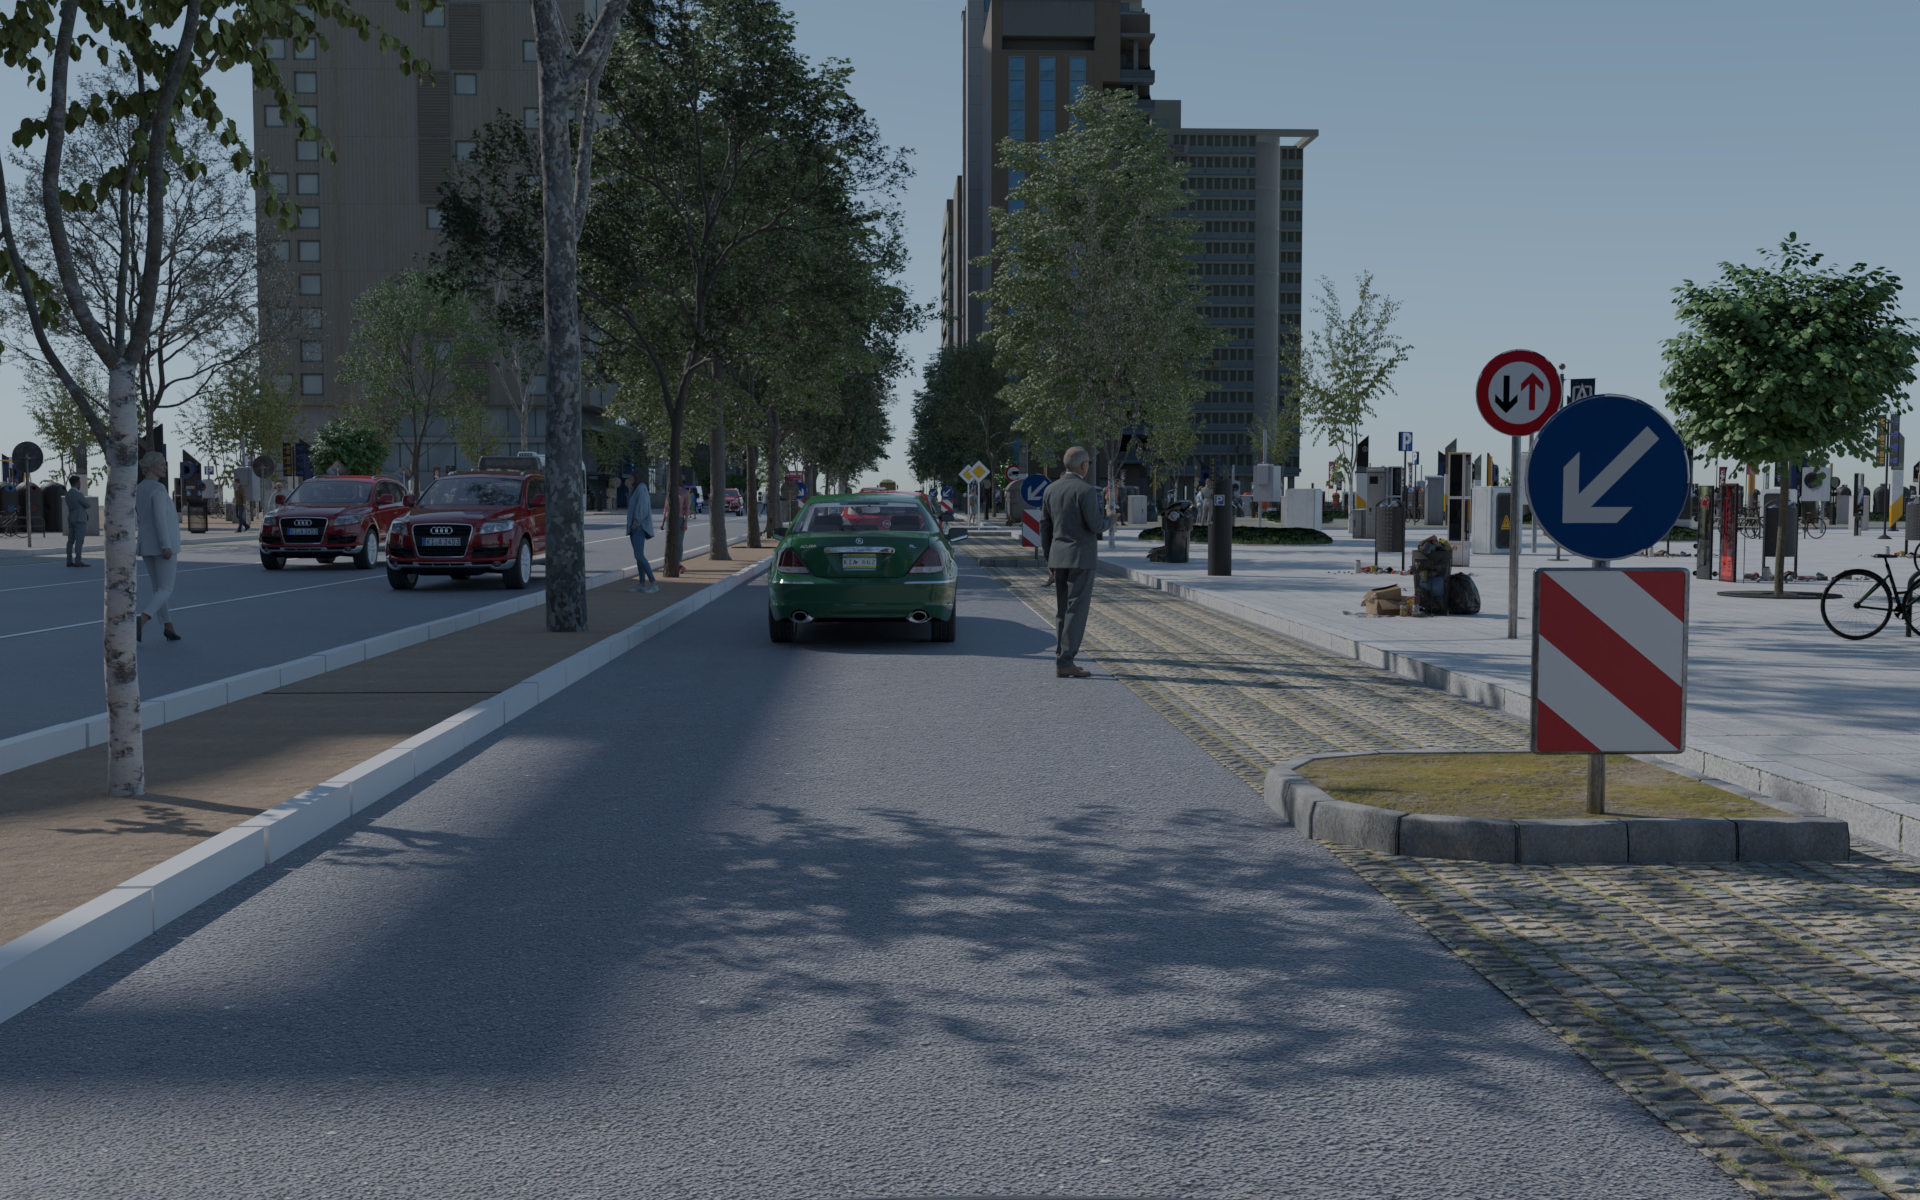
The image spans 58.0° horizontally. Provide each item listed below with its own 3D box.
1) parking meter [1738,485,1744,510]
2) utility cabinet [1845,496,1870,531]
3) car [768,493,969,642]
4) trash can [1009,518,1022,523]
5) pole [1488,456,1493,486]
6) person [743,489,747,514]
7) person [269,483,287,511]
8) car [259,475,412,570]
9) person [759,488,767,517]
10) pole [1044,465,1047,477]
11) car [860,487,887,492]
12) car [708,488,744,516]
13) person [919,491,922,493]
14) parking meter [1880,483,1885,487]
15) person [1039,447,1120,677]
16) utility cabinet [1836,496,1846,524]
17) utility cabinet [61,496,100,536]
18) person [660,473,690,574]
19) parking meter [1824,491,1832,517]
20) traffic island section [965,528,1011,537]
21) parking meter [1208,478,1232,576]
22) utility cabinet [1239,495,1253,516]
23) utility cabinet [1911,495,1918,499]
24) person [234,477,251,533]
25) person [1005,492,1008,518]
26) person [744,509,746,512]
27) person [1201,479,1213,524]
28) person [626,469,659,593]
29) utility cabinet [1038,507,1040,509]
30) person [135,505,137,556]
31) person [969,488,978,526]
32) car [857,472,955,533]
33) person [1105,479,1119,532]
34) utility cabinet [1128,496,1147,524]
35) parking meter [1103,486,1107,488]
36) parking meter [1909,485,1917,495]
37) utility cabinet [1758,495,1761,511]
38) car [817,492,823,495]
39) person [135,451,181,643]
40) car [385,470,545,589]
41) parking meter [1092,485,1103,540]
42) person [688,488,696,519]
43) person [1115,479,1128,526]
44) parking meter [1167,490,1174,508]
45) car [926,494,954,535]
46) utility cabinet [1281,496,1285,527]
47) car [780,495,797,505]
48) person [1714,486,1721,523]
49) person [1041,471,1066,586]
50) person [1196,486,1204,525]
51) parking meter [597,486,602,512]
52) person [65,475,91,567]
[{"bbox_3d":[49.053,-6.312,108.917,0.255,1.863,0.399,-2,4,-30],"label":"parking meter"},{"bbox_3d":[31.622,-3.045,60.948,0.306,1.237,1.020,0,4,6],"label":"utility cabinet"},{"bbox_3d":[-0.962,-0.391,18.183,2.131,1.459,4.920,0,4,-1],"label":"car"},{"bbox_3d":[2.452,-3.955,76.313,0.748,1.137,0.748,0,3,0],"label":"trash can"},{"bbox_3d":[28.620,-6.096,93.520,0.158,3.312,0.155,0,3,0],"label":"pole"},{"bbox_3d":[-15.309,-7.092,124.425,0.622,1.834,0.822,-1,4,-10],"label":"person"},{"bbox_3d":[-20.128,-2.573,51.057,0.515,1.767,0.782,2,4,25],"label":"person"},{"bbox_3d":[-12.285,-1.585,34.595,2.281,1.827,5.304,0,4,-3],"label":"car"},{"bbox_3d":[-12.028,-6.019,106.750,0.661,1.843,0.795,3,5,42],"label":"person"},{"bbox_3d":[5.519,-7.234,112.114,0.158,3.312,0.155,0,3,0],"label":"pole"},{"bbox_3d":[-4.868,-5.442,97.642,2.281,1.827,5.304,0,4,-4],"label":"car"},{"bbox_3d":[-15.288,-6.404,113.386,2.281,1.827,5.304,0,4,-4],"label":"car"},{"bbox_3d":[-3.499,-8.597,149.885,1.217,1.723,0.721,-3,4,-36],"label":"person"},{"bbox_3d":[50.132,-5.402,94.041,0.255,1.863,0.399,1,4,9],"label":"parking meter"},{"bbox_3d":[0.954,-0.306,13.686,0.590,1.801,0.661,-3,5,-42],"label":"person"},{"bbox_3d":[37.877,-3.823,73.673,1.020,1.237,0.306,2,4,28],"label":"utility cabinet"},{"bbox_3d":[-27.158,-2.589,53.493,1.020,1.237,0.306,-2,4,-26],"label":"utility cabinet"},{"bbox_3d":[-5.115,-1.379,31.061,0.555,1.821,0.388,1,4,9],"label":"person"},{"bbox_3d":[47.624,-5.298,95.040,0.372,1.533,0.369,0,3,0],"label":"parking meter"},{"bbox_3d":[0.694,-2.289,59.700,2.009,0.180,2.903,0,4,-2],"label":"traffic island section"},{"bbox_3d":[4.086,-1.150,27.216,0.372,1.533,0.369,0,3,0],"label":"parking meter"},{"bbox_3d":[16.688,-5.457,100.390,1.020,1.237,0.306,1,4,21],"label":"utility cabinet"},{"bbox_3d":[56.593,-5.649,103.520,0.306,1.237,1.020,-1,4,-22],"label":"utility cabinet"},{"bbox_3d":[-24.016,-3.170,57.775,0.656,1.842,0.836,1,4,15],"label":"person"},{"bbox_3d":[2.630,-5.183,91.351,0.480,1.755,0.524,3,4,36],"label":"person"},{"bbox_3d":[-16.013,-7.459,131.205,0.760,1.731,0.466,-2,4,-24],"label":"person"},{"bbox_3d":[8.321,-3.160,57.988,0.520,1.790,0.573,1,4,19],"label":"person"},{"bbox_3d":[-4.618,-1.001,25.137,0.793,1.790,0.793,3,5,41],"label":"person"},{"bbox_3d":[3.601,-4.771,89.165,1.020,1.237,0.306,-1,4,-21],"label":"utility cabinet"},{"bbox_3d":[-19.245,-1.677,40.192,0.394,1.301,0.425,-2,4,-32],"label":"person"},{"bbox_3d":[0.580,-4.108,76.662,0.512,1.701,0.522,1,4,21],"label":"person"},{"bbox_3d":[-1.160,-1.201,28.669,2.155,1.783,4.494,0,4,-1],"label":"car"},{"bbox_3d":[5.119,-3.195,58.262,0.573,1.828,0.580,-2,4,-25],"label":"person"},{"bbox_3d":[7.638,-3.874,74.501,0.306,1.237,1.020,3,5,42],"label":"utility cabinet"},{"bbox_3d":[10.397,-7.224,123.826,0.399,1.863,0.255,3,5,41],"label":"parking meter"},{"bbox_3d":[61.252,-6.460,111.336,0.399,1.863,0.255,3,5,43],"label":"parking meter"},{"bbox_3d":[52.991,-6.280,113.834,1.020,1.237,0.306,-1,4,-9],"label":"utility cabinet"},{"bbox_3d":[-22.586,-16.099,271.884,2.281,1.827,5.304,0,4,0],"label":"car"},{"bbox_3d":[-7.770,-0.506,16.657,0.514,1.842,0.818,1,4,16],"label":"person"},{"bbox_3d":[-7.568,-1.166,27.742,2.281,1.827,5.304,0,4,-1],"label":"car"},{"bbox_3d":[3.777,-2.423,48.029,0.372,1.533,0.369,0,3,0],"label":"parking meter"},{"bbox_3d":[-15.338,-5.522,99.026,0.529,1.795,0.600,-1,4,-15],"label":"person"},{"bbox_3d":[6.487,-3.984,70.543,0.474,1.900,0.648,-2,4,-28],"label":"person"},{"bbox_3d":[11.732,-5.384,96.445,0.372,1.533,0.369,0,3,0],"label":"parking meter"},{"bbox_3d":[-1.173,-1.598,37.922,2.131,1.459,4.920,0,4,-2],"label":"car"},{"bbox_3d":[13.012,-3.463,67.783,0.306,1.237,1.020,-2,4,-33],"label":"utility cabinet"},{"bbox_3d":[-12.542,-7.020,126.780,2.014,1.417,4.499,0,4,-4],"label":"car"},{"bbox_3d":[29.118,-3.540,66.342,0.622,1.834,0.822,-3,5,-43],"label":"person"},{"bbox_3d":[1.521,-1.106,26.859,0.573,1.790,0.520,0,4,-3],"label":"person"},{"bbox_3d":[10.061,-3.946,72.367,0.330,1.601,0.589,0,4,-6],"label":"person"},{"bbox_3d":[-26.295,-7.381,126.398,0.255,1.863,0.399,1,4,17],"label":"parking meter"},{"bbox_3d":[-17.382,-1.560,34.184,0.511,1.800,0.466,1,4,17],"label":"person"}]
